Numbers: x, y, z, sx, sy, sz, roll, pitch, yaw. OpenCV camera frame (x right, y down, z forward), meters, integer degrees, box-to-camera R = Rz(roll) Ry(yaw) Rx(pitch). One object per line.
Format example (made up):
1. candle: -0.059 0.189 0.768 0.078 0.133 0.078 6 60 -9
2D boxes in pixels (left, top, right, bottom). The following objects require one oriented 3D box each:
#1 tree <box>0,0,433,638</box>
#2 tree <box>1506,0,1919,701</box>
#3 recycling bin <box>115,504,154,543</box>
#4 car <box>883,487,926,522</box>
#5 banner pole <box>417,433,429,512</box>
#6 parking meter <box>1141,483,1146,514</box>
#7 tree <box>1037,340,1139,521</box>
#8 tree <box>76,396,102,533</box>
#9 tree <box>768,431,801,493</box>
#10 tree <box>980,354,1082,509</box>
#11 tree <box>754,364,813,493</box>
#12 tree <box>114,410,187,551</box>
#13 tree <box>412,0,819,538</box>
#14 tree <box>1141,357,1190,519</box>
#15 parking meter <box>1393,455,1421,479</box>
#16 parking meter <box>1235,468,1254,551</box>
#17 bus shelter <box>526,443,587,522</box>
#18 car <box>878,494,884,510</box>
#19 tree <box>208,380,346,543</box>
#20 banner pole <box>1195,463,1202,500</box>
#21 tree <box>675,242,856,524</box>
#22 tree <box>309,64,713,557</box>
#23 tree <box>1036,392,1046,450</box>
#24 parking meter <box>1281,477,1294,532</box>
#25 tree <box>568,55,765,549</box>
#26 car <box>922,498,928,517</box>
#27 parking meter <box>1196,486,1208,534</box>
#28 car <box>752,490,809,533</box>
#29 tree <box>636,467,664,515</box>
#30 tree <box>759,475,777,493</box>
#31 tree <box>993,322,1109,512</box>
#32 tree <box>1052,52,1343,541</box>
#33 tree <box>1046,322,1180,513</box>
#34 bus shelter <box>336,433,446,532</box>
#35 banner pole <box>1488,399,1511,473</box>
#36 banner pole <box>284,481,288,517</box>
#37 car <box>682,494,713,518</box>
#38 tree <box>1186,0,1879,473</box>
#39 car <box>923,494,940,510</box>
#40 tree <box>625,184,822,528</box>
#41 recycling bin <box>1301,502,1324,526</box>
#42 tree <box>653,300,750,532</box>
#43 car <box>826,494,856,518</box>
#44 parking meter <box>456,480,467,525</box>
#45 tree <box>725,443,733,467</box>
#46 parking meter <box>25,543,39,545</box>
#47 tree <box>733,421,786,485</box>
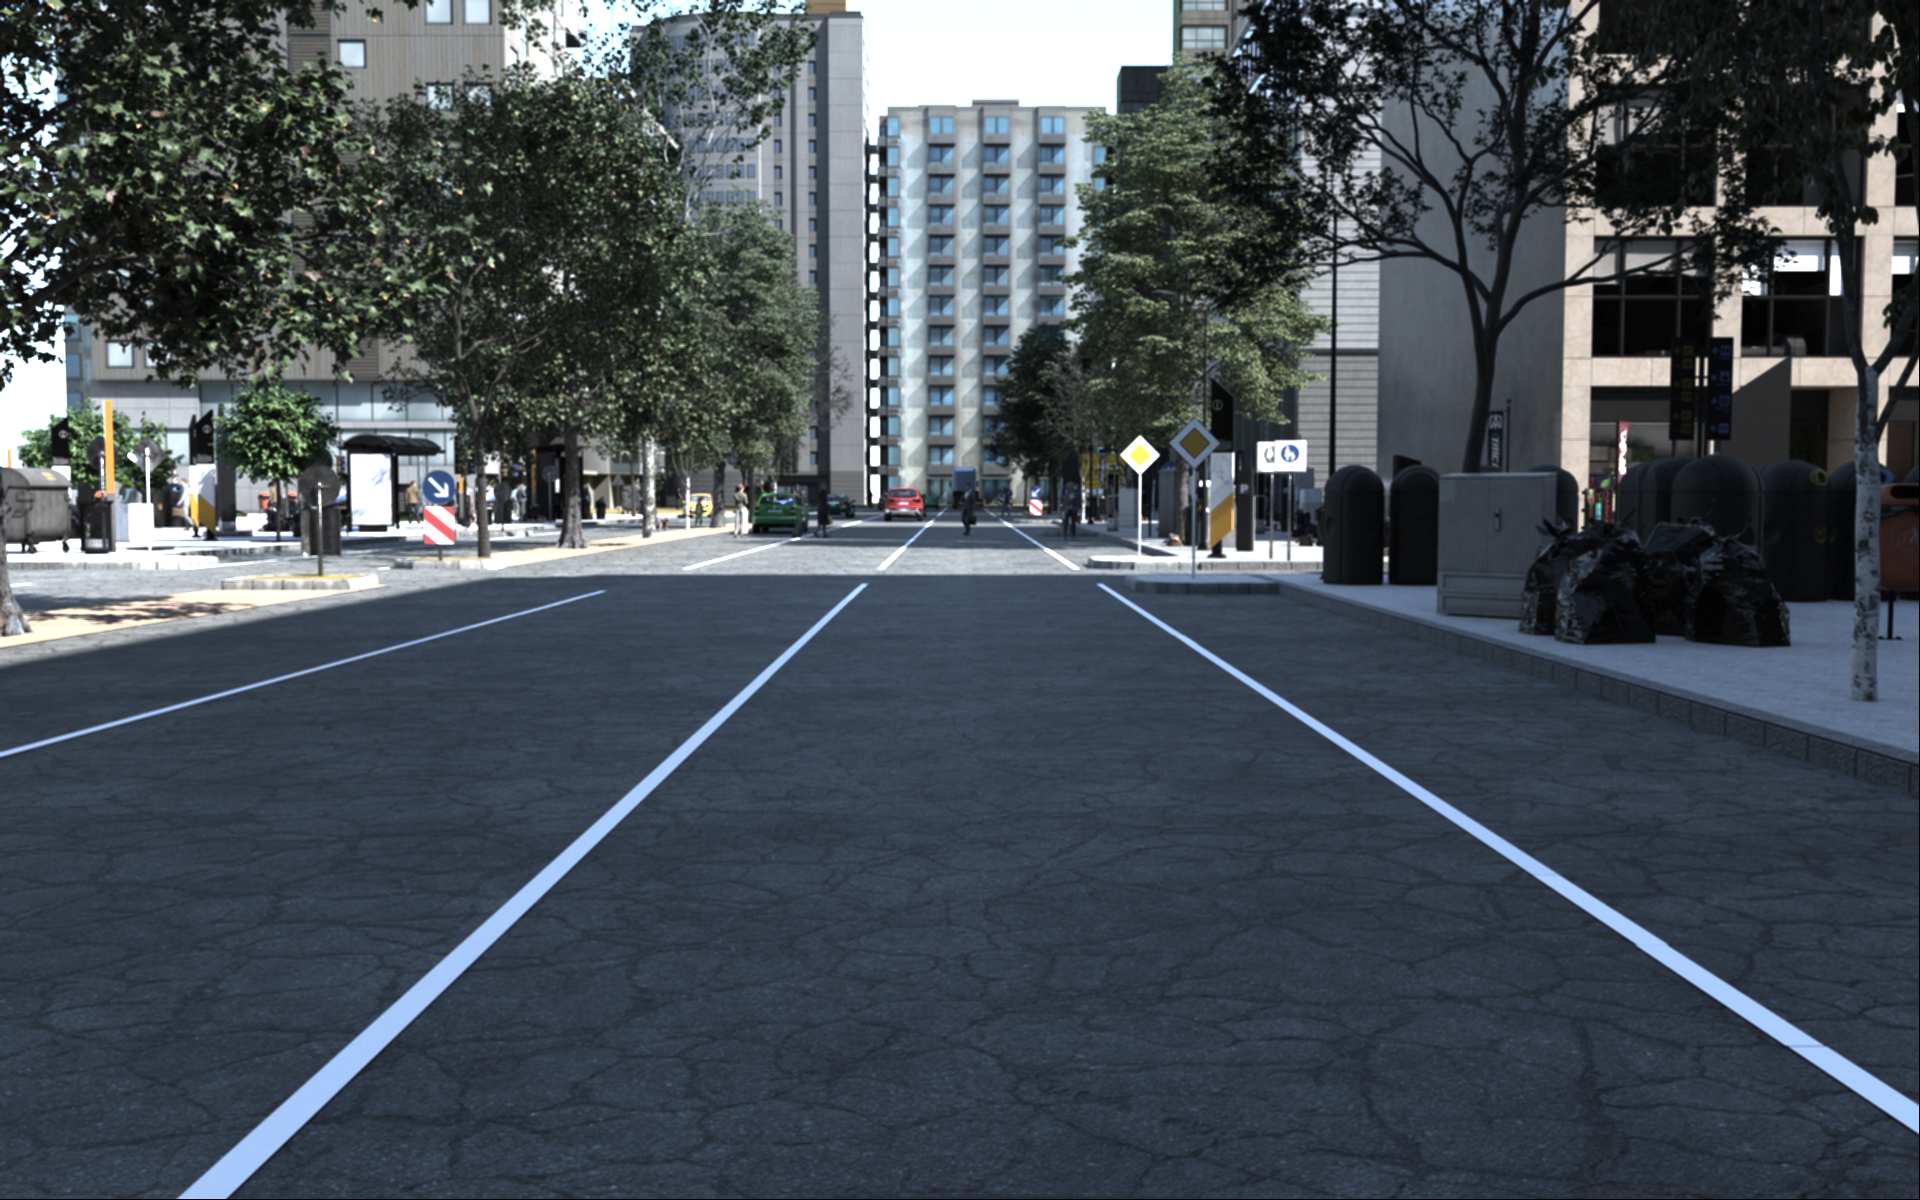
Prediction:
1. tree: -9.876 -5.982 17.263 9.611 12.733 9.660 0 3 0
2. tree: 5.420 -3.673 10.411 4.360 8.622 3.978 0 3 0
3. recycling bin: -21.846 -2.032 45.775 0.722 1.027 0.722 2 4 27
4. car: -2.947 -5.067 91.511 2.281 1.827 5.304 0 4 -1
5. banner pole: -21.930 -4.966 71.209 0.401 3.779 0.863 -1 4 -11
6. parking meter: 9.789 -5.319 92.673 0.255 1.863 0.399 2 4 28
7. tree: 5.790 -8.063 82.197 4.360 8.622 3.978 0 3 0
8. tree: -29.228 -4.552 58.131 4.285 4.588 4.351 0 3 0
9. tree: -18.770 -14.329 184.636 4.737 8.622 4.395 0 3 0
10. tree: 6.722 -14.667 150.173 12.009 13.543 11.850 0 3 0
11. tree: -9.914 -8.541 92.468 4.360 8.622 3.978 0 3 0
12. tree: -18.686 -2.766 39.829 1.663 3.219 1.824 0 3 0
13. tree: -11.229 -12.090 56.020 12.611 20.169 13.585 0 3 0
14. tree: 9.899 -8.474 88.909 4.360 8.622 3.978 0 3 0
15. parking meter: 6.725 -1.243 26.042 0.399 1.863 0.255 0 4 -6
16. parking meter: 6.390 -2.030 38.904 0.399 1.863 0.255 1 4 20
17. bus shelter: -19.248 -5.621 83.179 1.731 3.624 6.357 0 3 0
18. car: -6.548 -9.036 159.537 2.131 1.459 4.920 0 4 1
19. tree: -18.144 -3.815 46.083 4.285 4.588 4.351 0 3 0
20. banner pole: 13.217 -6.452 95.514 0.863 3.779 0.401 -1 4 -22
21. tree: -10.035 -10.417 83.141 12.009 13.543 11.850 0 3 0
22. tree: -9.970 -6.089 36.432 8.767 10.594 7.601 0 3 0
23. tree: 6.645 -10.011 114.049 4.737 8.622 4.395 0 3 0
24. parking meter: 11.146 -3.252 58.883 0.399 1.863 0.255 3 4 38
25. tree: -10.144 -7.681 45.057 9.611 12.733 9.660 0 3 0
26. car: -3.002 -5.968 107.355 2.009 1.686 4.222 0 4 1
27. parking meter: 7.736 -2.877 55.444 0.372 1.533 0.369 0 3 0
28. car: -6.658 -3.403 64.430 1.959 1.807 4.718 0 3 0
29. tree: -18.968 -6.758 105.087 1.663 3.219 1.824 0 3 0
30. tree: -19.024 -10.891 172.674 1.663 3.219 1.824 0 3 0
31. tree: 6.936 -13.479 127.031 9.857 13.997 8.962 0 3 0
32. tree: 6.031 -7.746 44.782 7.486 12.596 7.792 0 3 0
33. tree: 6.782 -7.323 70.090 4.737 8.622 4.395 0 3 0
34. bus shelter: -19.725 -4.067 60.419 2.014 3.302 5.546 0 3 0
35. banner pole: 14.238 -3.404 45.672 0.401 3.779 0.863 -3 4 -36
36. banner pole: -29.351 -5.219 75.353 0.401 3.779 0.863 -1 4 -10
37. car: -15.853 -5.829 105.521 2.015 1.641 3.980 0 4 -1
38. tree: 5.836 -5.165 18.858 8.767 10.594 7.601 -3 5 -42
39. car: -2.873 -9.361 161.842 1.959 1.807 4.718 0 4 0
40. tree: -10.120 -9.961 71.973 9.857 13.997 8.962 0 3 0
41. recycling bin: 10.885 -2.492 53.304 0.722 1.027 0.722 0 4 7
42. tree: -10.242 -6.858 64.941 4.360 8.622 3.978 0 3 0
43. car: -7.408 -5.678 104.641 2.131 1.459 4.920 0 4 2
44. parking meter: -21.005 -4.115 72.986 0.399 1.863 0.255 1 4 19
45. tree: -18.174 -9.939 96.923 8.767 10.594 7.601 1 4 8
46. parking meter: -23.368 -2.310 43.479 0.399 1.863 0.255 -2 4 -24
47. tree: -18.221 -12.827 144.128 8.767 10.594 7.601 1 4 18
